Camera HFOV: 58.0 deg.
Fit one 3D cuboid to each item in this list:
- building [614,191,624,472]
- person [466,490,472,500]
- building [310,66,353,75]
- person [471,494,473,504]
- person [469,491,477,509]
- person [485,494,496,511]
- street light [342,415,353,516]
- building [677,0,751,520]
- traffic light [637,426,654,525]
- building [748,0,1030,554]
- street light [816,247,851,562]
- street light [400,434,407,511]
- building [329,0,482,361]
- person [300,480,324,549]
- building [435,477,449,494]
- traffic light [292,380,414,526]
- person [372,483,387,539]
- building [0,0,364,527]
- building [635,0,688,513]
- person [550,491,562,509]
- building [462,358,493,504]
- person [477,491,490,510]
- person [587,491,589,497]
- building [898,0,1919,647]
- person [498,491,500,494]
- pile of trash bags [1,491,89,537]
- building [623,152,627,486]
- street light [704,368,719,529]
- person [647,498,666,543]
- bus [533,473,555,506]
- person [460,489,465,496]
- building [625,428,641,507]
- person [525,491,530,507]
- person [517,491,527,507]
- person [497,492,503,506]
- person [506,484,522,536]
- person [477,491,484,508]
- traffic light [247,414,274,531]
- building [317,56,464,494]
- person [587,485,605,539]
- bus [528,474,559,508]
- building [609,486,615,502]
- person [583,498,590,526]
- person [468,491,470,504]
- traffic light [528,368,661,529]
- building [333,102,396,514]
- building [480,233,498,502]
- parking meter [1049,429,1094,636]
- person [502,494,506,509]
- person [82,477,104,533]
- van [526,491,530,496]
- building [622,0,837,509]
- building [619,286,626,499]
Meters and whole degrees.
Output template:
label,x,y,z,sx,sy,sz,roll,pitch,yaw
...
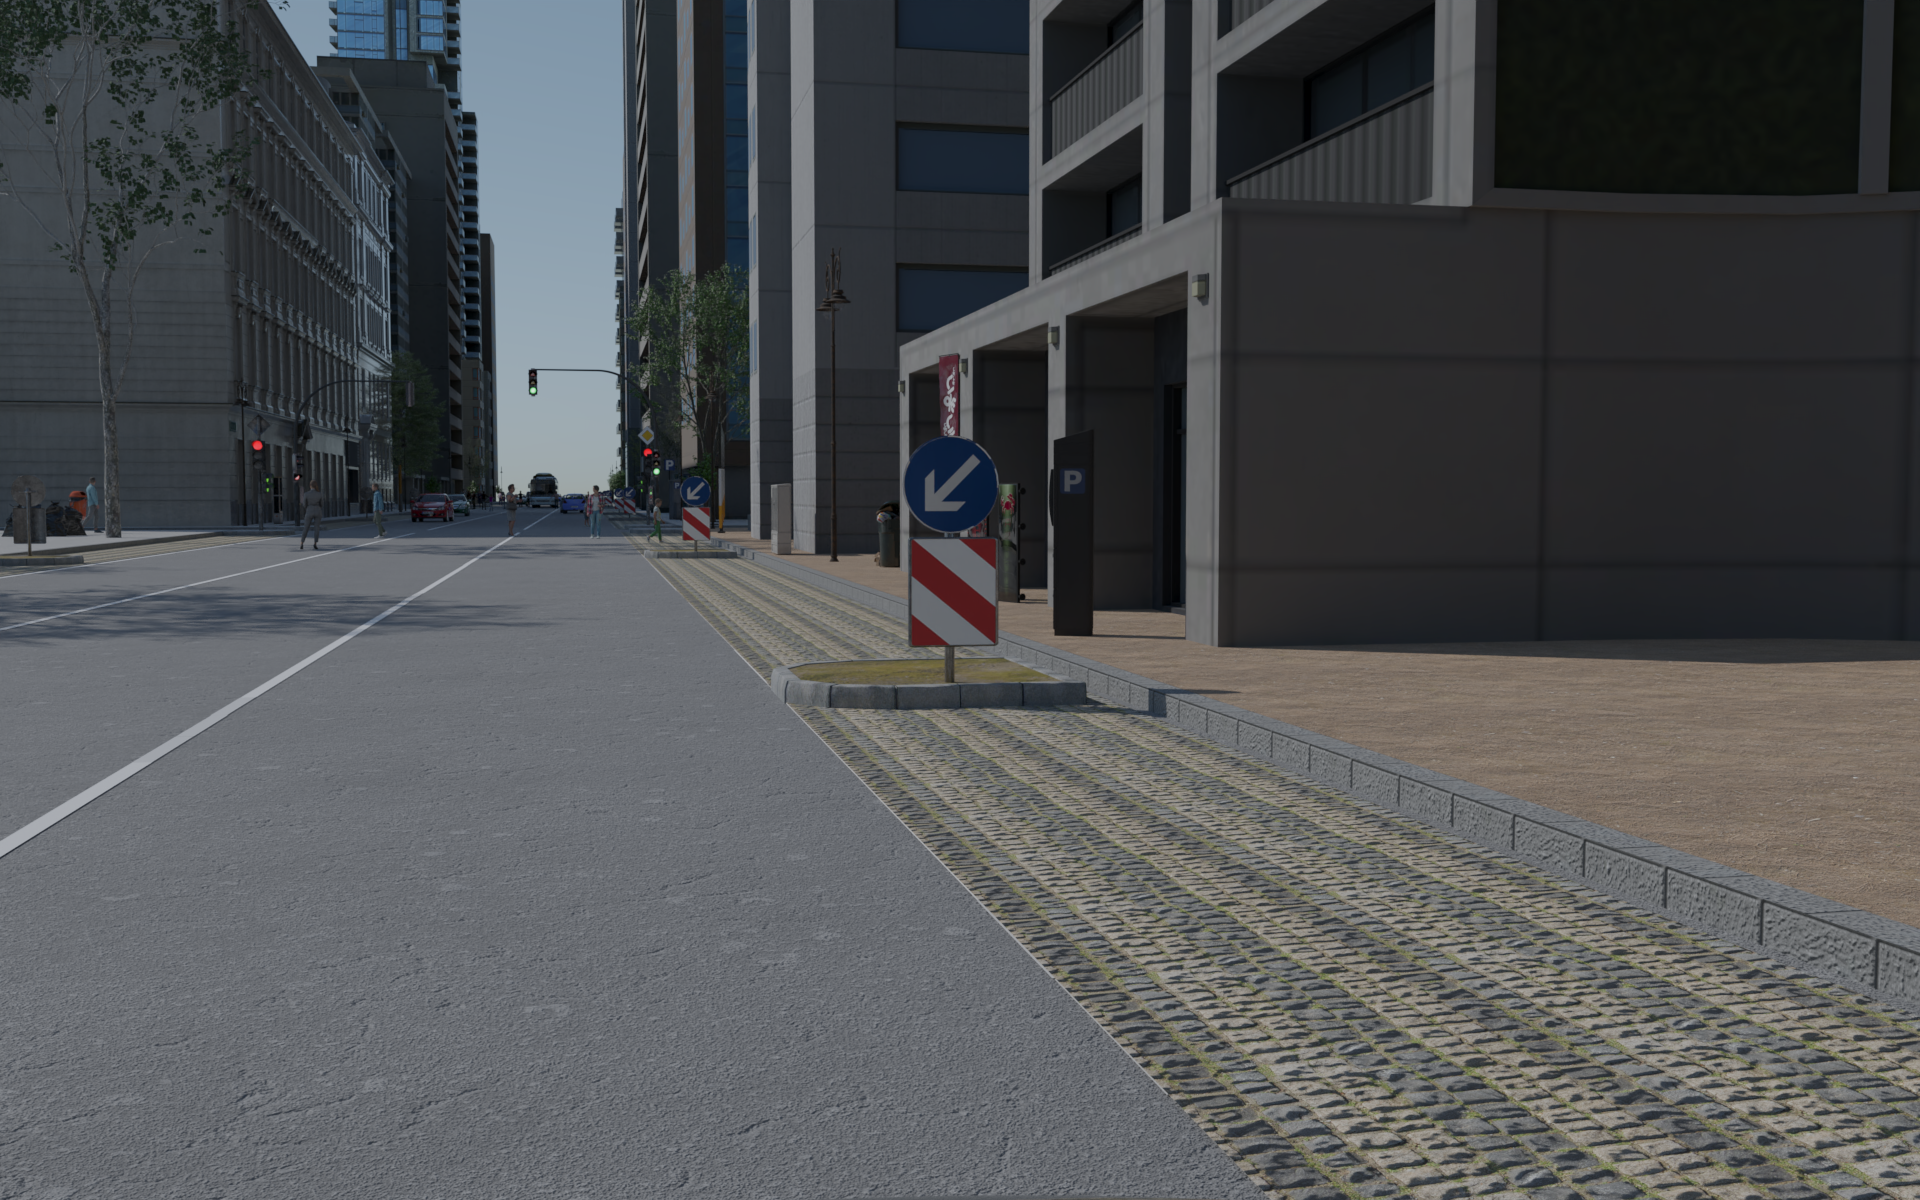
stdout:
label,x,y,z,sx,sy,sz,roll,pitch,yaw
building,-41.067,-39.398,263.764,23.786,49.044,30.456,-1,4,-12
person,-58.757,-12.239,206.667,1.217,1.766,0.721,-2,4,-24
building,-63.763,-27.983,149.397,32.217,40.220,23.993,-1,4,-12
person,-61.532,-12.828,218.939,1.217,1.736,0.721,-2,4,-35
person,-45.278,-9.299,161.056,1.217,1.766,0.721,3,5,42
person,-39.366,-8.171,145.312,0.991,1.433,0.599,-2,4,-34
street light,-35.050,-7.732,99.212,0.468,5.910,1.993,-1,4,-12
building,-7.839,-27.110,93.353,14.600,45.320,14.200,-1,4,-12
traffic light,-12.901,-5.049,71.475,0.839,4.253,0.868,-1,4,-12
building,4.187,-31.146,51.236,21.231,58.520,28.212,-1,4,-12
street light,-2.386,-3.662,32.660,0.468,5.910,1.993,-1,4,-12
street light,-41.700,-9.621,130.089,0.468,5.910,1.993,-1,4,-12
building,-82.928,-58.077,262.226,22.319,86.520,31.000,-1,4,-12
person,-16.806,-2.208,44.878,0.520,1.790,0.573,-3,5,-44
building,-68.577,-29.445,173.313,32.217,40.220,23.993,-1,4,-12
traffic light,-24.221,-5.772,69.039,4.771,5.953,1.251,-1,4,-12
person,-18.669,-2.865,55.693,0.444,1.785,0.601,-1,4,-9
building,-41.078,-18.983,86.791,17.030,29.872,44.131,-1,4,-12
building,-12.672,-30.838,127.907,21.300,48.544,21.600,-1,4,-12
person,-38.659,-9.581,165.861,1.217,1.736,0.721,0,4,-2
building,-78.436,-23.826,234.593,27.650,21.520,28.899,-1,4,-12
person,-42.999,-8.999,156.462,1.217,1.723,0.721,0,4,-4
person,-44.456,-12.101,206.895,0.434,1.755,0.990,-1,4,-12
building,11.160,-35.513,18.894,20.563,71.187,20.611,-1,4,-12
person,-72.741,-16.372,273.680,0.705,1.831,1.348,-1,4,-21
pile of trash bags,-27.927,-2.674,53.475,1.912,1.369,3.447,0,4,-1
building,-34.163,-34.461,213.554,14.600,45.320,14.200,-1,4,-12
street light,-9.118,-5.561,63.718,0.468,5.910,1.993,-1,4,-12
person,-8.891,-2.318,50.640,0.590,1.304,0.306,-2,4,-26
bus,-48.407,-12.862,201.846,2.896,3.916,12.252,-1,4,-13
person,-39.815,-7.979,138.765,0.447,1.846,0.655,-2,4,-31
building,-20.177,-52.002,162.905,22.319,86.520,31.000,-1,4,-12
person,-47.640,-11.112,190.965,0.721,1.735,1.217,-3,5,-42
person,-48.717,-11.230,192.125,1.348,1.822,0.705,-3,5,-40
person,-56.195,-12.377,211.797,0.756,1.711,0.436,3,4,37
person,-15.157,-3.053,58.773,0.532,1.782,0.716,0,4,4
person,-50.271,-10.560,181.611,0.683,1.767,0.568,-1,4,-8
traffic light,-24.546,-4.394,60.759,0.839,4.253,0.868,-1,4,-12
building,-68.413,-35.026,196.380,21.300,48.544,21.600,-1,4,-12
person,-11.692,-2.835,55.689,0.563,1.720,0.643,0,4,-3
bus,-43.740,-11.472,182.428,2.948,3.499,13.247,-1,4,-12
building,-42.810,-36.672,291.463,32.217,40.220,23.993,-1,4,-12
person,-16.479,-3.876,76.561,0.332,1.250,0.352,-3,5,-44
person,-59.548,-12.451,210.438,0.721,1.723,1.217,-1,4,-15
traffic light,-13.226,-5.408,63.089,4.771,5.953,1.251,-1,4,-12
building,-46.538,-20.351,118.641,13.634,28.700,20.117,-1,4,-12
building,-84.113,-38.911,286.311,14.600,45.320,14.200,-1,4,-12
parking meter,1.011,-0.611,15.709,0.399,1.863,0.255,0,4,7
person,-43.649,-9.417,165.695,0.599,1.433,0.991,0,4,1
person,-28.617,-3.125,56.996,0.748,1.841,0.638,-2,4,-24
van,-62.376,-14.978,251.906,2.013,2.044,4.112,-1,4,-12
building,-26.597,-39.793,192.608,21.231,58.520,28.212,-1,4,-12
building,-40.349,-28.745,241.681,14.160,30.474,14.107,-1,4,-12
